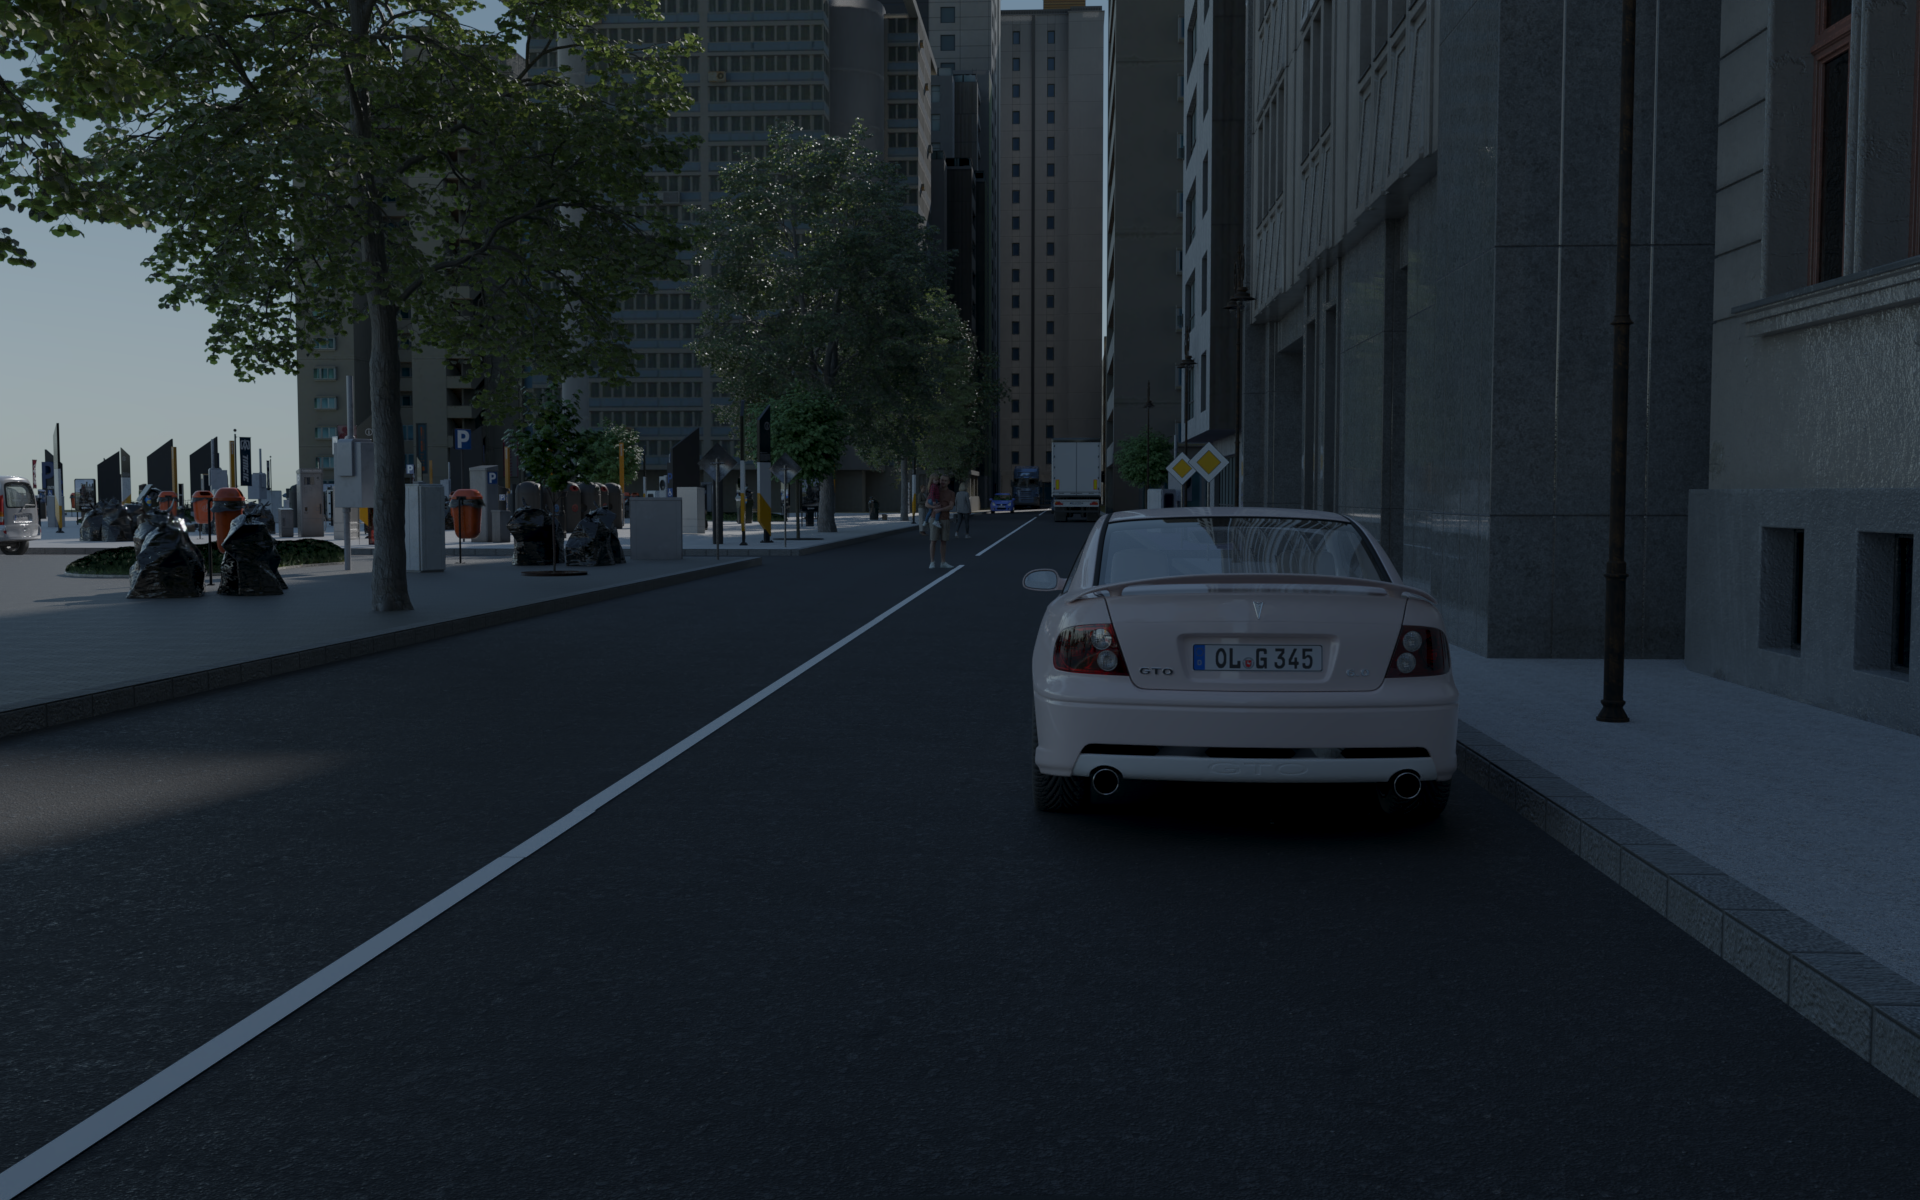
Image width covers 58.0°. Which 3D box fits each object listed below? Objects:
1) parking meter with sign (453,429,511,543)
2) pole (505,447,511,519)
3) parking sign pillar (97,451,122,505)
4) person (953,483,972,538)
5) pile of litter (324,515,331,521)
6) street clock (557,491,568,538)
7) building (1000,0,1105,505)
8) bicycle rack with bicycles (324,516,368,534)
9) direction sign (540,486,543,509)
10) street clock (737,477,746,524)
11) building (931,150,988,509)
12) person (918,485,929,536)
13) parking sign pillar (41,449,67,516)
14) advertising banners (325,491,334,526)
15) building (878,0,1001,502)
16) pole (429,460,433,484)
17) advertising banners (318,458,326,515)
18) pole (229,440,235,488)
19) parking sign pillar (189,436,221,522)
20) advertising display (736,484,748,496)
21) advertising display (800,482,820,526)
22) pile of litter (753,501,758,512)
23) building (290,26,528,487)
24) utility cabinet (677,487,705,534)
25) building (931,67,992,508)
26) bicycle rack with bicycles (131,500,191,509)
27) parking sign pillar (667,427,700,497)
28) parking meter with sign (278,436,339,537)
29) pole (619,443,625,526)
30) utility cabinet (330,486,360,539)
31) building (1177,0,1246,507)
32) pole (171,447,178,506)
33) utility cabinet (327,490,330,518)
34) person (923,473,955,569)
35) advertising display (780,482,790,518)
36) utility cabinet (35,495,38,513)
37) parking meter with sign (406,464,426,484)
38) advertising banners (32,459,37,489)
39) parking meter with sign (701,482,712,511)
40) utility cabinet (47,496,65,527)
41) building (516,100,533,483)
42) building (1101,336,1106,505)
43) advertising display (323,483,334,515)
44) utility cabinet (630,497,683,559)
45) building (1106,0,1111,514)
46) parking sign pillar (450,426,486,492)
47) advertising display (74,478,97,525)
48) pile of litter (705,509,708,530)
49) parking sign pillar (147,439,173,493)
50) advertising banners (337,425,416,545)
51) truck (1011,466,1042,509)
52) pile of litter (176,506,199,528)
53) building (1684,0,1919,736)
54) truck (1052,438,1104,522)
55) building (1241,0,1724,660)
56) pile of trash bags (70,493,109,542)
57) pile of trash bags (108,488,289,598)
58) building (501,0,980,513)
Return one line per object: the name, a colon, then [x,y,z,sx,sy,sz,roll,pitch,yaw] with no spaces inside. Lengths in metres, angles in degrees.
parking meter with sign: [-12.658,-3.044,46.023,1.738,3.016,0.543,2,4,34]
pole: [-19.491,-4.941,74.634,0.158,3.312,0.155,0,3,0]
parking sign pillar: [-52.962,-7.302,107.857,1.447,3.967,1.447,-1,4,-13]
person: [0.028,-2.898,56.070,0.709,1.800,0.728,2,4,35]
pile of litter: [-30.043,-4.146,81.755,1.176,0.858,1.719,-1,4,-18]
street clock: [-11.501,-2.780,50.018,0.358,2.002,0.471,1,4,10]
building: [3.054,-40.838,209.700,28.212,58.520,21.231,0,4,4]
bicycle rack with bicycles: [-20.089,-2.606,55.991,2.852,0.926,2.925,0,4,-8]
direction sign: [-10.455,-3.134,43.235,0.379,3.537,0.876,0,4,-8]
street clock: [-9.346,-4.252,74.089,0.358,2.002,0.471,-1,4,-23]
building: [-4.983,-23.058,148.703,14.160,30.474,14.107,0,4,4]
person: [-1.248,-3.106,59.825,0.362,1.759,0.519,1,4,21]
parking sign pillar: [-54.369,-7.052,103.765,1.447,3.967,1.447,1,4,22]
advertising banners: [-25.002,-4.547,70.527,0.090,3.025,2.074,1,4,19]
building: [-6.387,-45.505,182.251,20.611,71.187,20.563,0,4,4]
pole: [-31.998,-6.789,104.840,0.158,3.312,0.155,0,3,0]
advertising banners: [-31.059,-5.390,84.318,0.090,3.025,2.074,-1,4,-10]
pole: [-27.687,-4.408,65.919,0.158,3.312,0.155,0,3,0]
parking sign pillar: [-35.344,-5.668,81.138,1.447,3.967,1.447,0,4,0]
advertising display: [-13.350,-6.169,106.080,0.974,1.923,0.123,3,5,44]
advertising display: [-5.969,-3.890,68.815,0.123,1.923,0.974,3,5,43]
pile of litter: [-13.957,-6.223,115.705,1.719,0.858,1.176,1,4,10]
building: [-56.325,-34.341,185.180,21.600,48.544,21.300,0,4,4]
utility cabinet: [-8.625,-2.870,55.596,0.318,1.500,1.173,-3,5,-41]
building: [-4.368,-29.297,162.597,14.154,41.232,14.086,0,4,4]
bicycle rack with bicycles: [-47.563,-5.407,101.786,2.925,0.926,2.852,1,4,15]
parking sign pillar: [-11.098,-4.957,69.520,1.447,3.967,1.447,-3,5,-43]
parking meter with sign: [-19.463,-3.397,51.799,1.738,3.016,0.543,-3,4,-36]
pole: [-13.468,-4.595,68.976,0.158,3.312,0.155,0,3,0]
utility cabinet: [-17.230,-2.446,48.677,0.318,1.500,1.173,0,4,2]
building: [13.305,-16.773,45.943,14.107,30.474,14.160,0,4,4]
pole: [-33.793,-4.937,74.561,0.158,3.312,0.155,0,3,0]
utility cabinet: [-33.177,-5.101,92.079,1.173,1.500,0.318,3,4,38]
person: [-0.423,-1.526,33.429,0.573,1.828,0.580,2,4,33]
advertising display: [-9.463,-5.419,93.822,0.123,1.923,0.974,-2,4,-31]
utility cabinet: [-56.923,-5.799,105.973,1.020,1.237,0.306,-3,5,-41]
parking meter with sign: [-32.057,-6.520,102.855,0.543,3.016,1.738,1,4,22]
advertising banners: [-46.607,-5.532,86.641,0.090,3.025,2.074,0,4,-4]
parking meter with sign: [-16.296,-7.042,111.397,1.738,3.016,0.543,-1,4,-9]
utility cabinet: [-35.098,-3.431,67.266,0.306,1.237,1.020,0,4,-7]
building: [-31.187,-32.317,183.008,28.867,44.769,22.147,0,4,4]
building: [32.079,-22.448,212.057,28.899,21.520,27.650,0,4,4]
advertising display: [-37.535,-5.985,103.068,0.123,1.923,0.974,2,4,33]
utility cabinet: [-6.000,-1.411,34.224,1.020,1.237,0.306,-1,4,-9]
building: [19.460,-29.161,100.490,21.300,48.544,21.600,0,4,4]
parking sign pillar: [-19.462,-4.898,68.560,1.447,3.967,1.447,0,4,5]
advertising display: [-36.267,-4.075,71.834,0.974,1.923,0.123,1,4,14]
pile of litter: [-9.478,-2.910,61.547,1.176,0.858,1.719,1,4,10]
parking sign pillar: [-38.885,-5.868,84.407,1.447,3.967,1.447,0,4,5]
advertising banners: [-14.698,-2.907,43.724,2.074,3.025,0.090,0,4,6]
truck: [6.696,-11.126,171.665,2.967,4.110,18.799,0,4,3]
pile of litter: [-29.290,-3.135,65.225,1.719,0.858,1.176,2,4,31]
building: [10.790,-13.024,0.334,14.401,28.519,23.554,0,4,4]
truck: [6.258,-6.305,92.002,2.839,4.237,11.283,0,4,5]
building: [10.748,-12.492,22.274,12.078,24.808,19.932,0,4,4]
pile of trash bags: [-22.394,-2.339,47.991,1.912,1.369,3.447,3,5,44]
pile of trash bags: [-9.902,-0.811,23.016,1.912,1.369,3.447,-1,4,-16]
building: [-14.918,-26.787,129.854,32.217,40.220,23.993,0,4,4]
